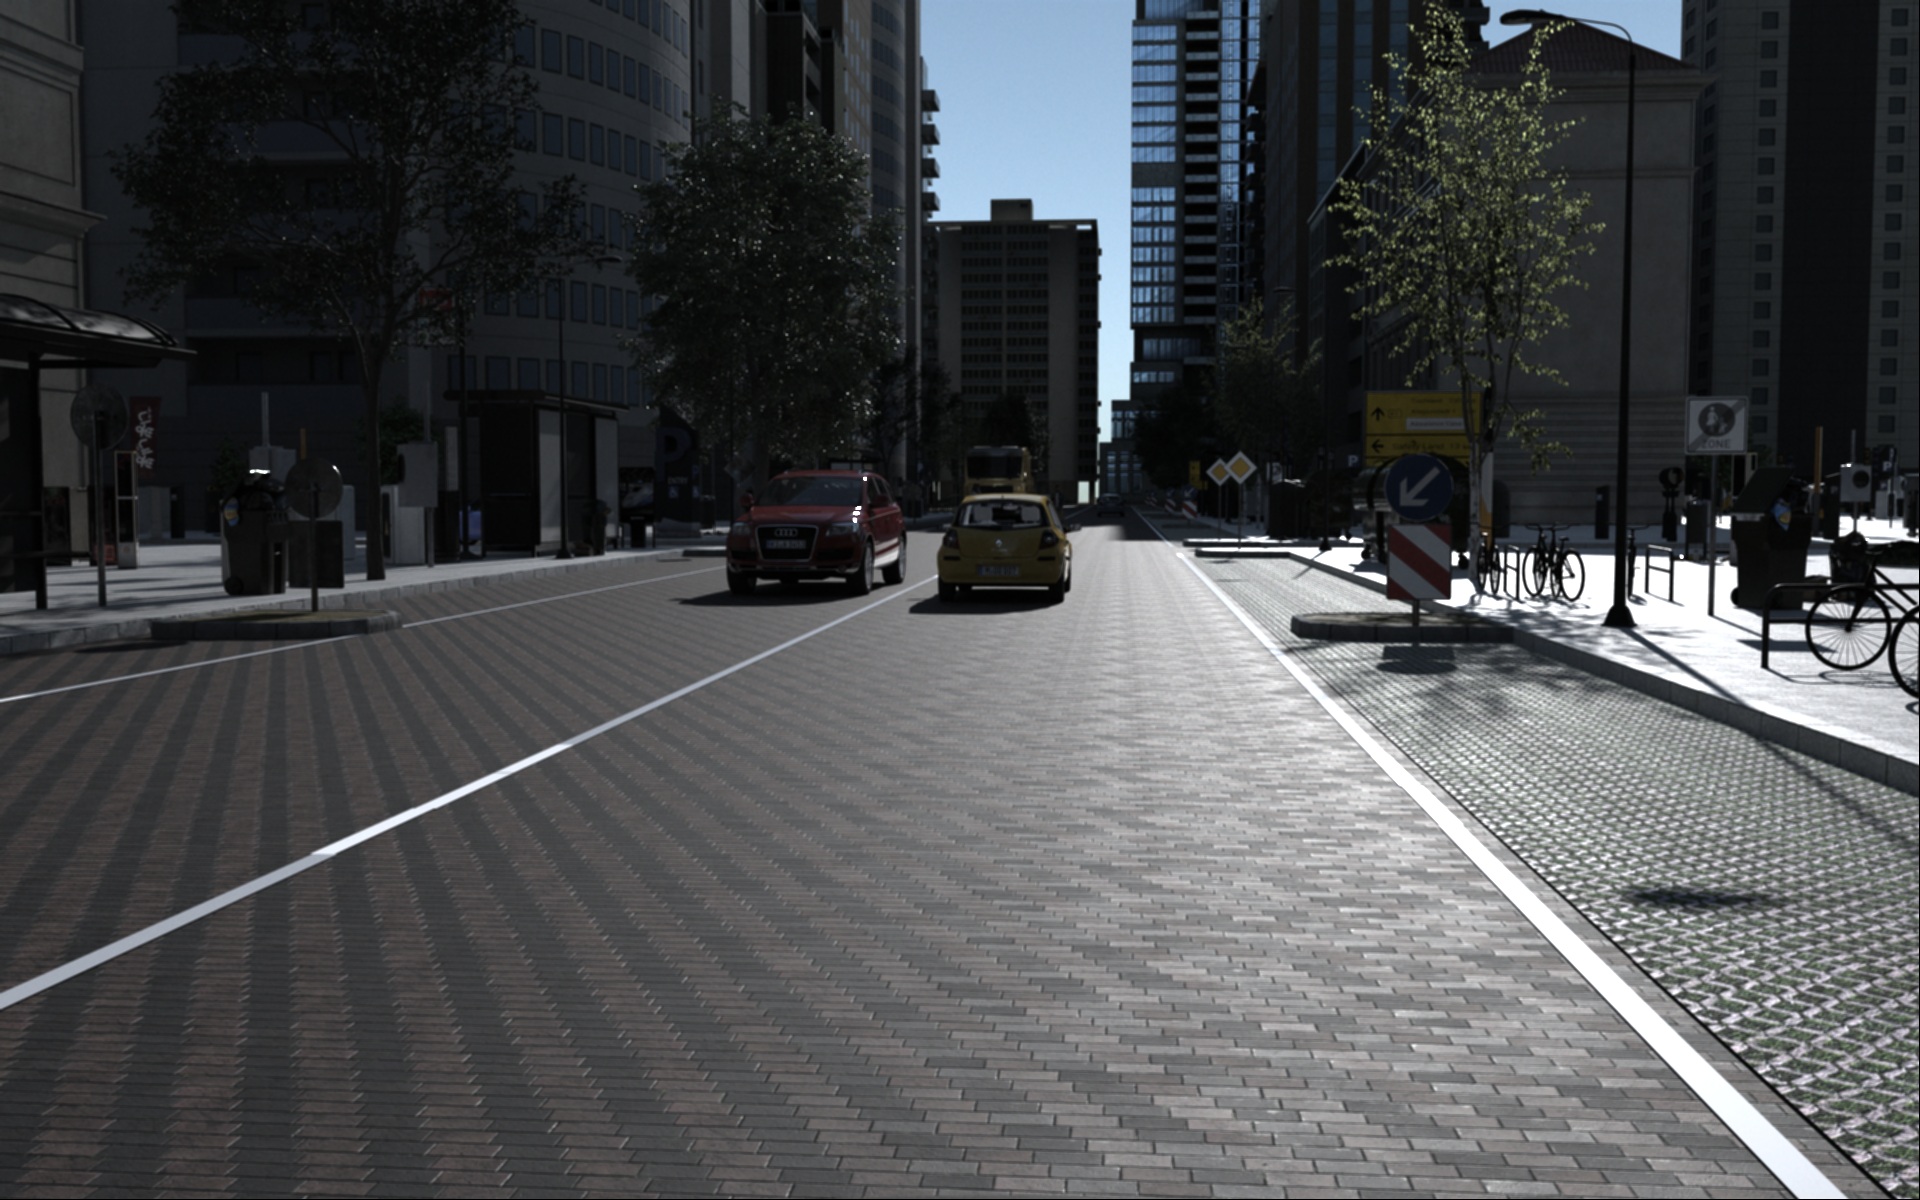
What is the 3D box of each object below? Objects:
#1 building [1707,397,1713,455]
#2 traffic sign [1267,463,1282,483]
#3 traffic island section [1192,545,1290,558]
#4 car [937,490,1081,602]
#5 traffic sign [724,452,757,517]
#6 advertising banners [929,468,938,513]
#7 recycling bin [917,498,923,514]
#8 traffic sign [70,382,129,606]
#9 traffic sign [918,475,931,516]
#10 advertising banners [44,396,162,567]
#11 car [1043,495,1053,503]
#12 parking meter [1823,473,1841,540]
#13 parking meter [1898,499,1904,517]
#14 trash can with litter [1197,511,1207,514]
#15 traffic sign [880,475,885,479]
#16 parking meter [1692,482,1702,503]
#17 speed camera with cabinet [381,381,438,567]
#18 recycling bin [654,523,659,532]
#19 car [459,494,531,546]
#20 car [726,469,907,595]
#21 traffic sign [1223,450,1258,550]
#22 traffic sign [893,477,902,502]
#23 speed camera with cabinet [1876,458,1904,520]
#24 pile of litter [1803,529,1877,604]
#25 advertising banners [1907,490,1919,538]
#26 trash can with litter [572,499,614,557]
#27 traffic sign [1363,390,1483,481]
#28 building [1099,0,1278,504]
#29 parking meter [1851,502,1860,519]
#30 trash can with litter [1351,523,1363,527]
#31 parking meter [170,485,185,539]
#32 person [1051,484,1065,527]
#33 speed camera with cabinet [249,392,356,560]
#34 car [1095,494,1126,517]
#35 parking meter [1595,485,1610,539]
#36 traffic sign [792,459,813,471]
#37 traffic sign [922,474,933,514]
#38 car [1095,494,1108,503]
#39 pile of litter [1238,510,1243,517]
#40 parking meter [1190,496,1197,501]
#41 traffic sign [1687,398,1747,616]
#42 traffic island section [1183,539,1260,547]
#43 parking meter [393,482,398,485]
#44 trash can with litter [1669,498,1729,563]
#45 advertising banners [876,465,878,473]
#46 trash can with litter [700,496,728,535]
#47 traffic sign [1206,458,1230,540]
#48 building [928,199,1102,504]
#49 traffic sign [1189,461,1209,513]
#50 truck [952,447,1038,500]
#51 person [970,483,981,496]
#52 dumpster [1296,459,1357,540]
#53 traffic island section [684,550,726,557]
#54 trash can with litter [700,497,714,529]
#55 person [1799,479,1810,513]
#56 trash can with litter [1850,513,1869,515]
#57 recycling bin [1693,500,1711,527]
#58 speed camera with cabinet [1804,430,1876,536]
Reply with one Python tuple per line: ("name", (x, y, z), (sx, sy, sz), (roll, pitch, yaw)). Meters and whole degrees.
("building", (78.541, -36.746, 220.402), (30.456, 49.044, 23.786), (0, 4, 5))
("traffic sign", (10.305, -3.327, 56.523), (0.606, 2.300, 0.079), (1, 4, 9))
("traffic island section", (6.469, -1.083, 39.981), (2.009, 0.180, 2.903), (0, 4, 5))
("car", (0.692, -0.873, 24.495), (2.015, 1.641, 3.980), (0, 4, 5))
("traffic sign", (-5.198, -2.284, 40.992), (0.795, 2.450, 0.064), (0, 4, 5))
("advertising banners", (-1.785, -7.292, 115.404), (0.090, 3.025, 2.074), (-1, 4, -16))
("recycling bin", (-2.790, -5.813, 107.600), (0.722, 1.027, 0.722), (3, 4, 36))
("traffic sign", (-9.835, -1.204, 19.788), (0.768, 2.556, 0.104), (1, 4, 14))
("traffic sign", (-2.088, -6.191, 102.404), (0.795, 2.450, 0.064), (0, 4, 8))
("advertising banners", (-15.324, -2.121, 30.872), (2.074, 3.025, 0.090), (-1, 4, -20))
("car", (6.709, -7.870, 141.035), (2.083, 1.381, 4.827), (0, 4, 5))
("parking meter", (24.521, -2.632, 48.739), (0.399, 1.863, 0.255), (0, 4, 5))
("parking meter", (52.058, -5.507, 95.746), (0.255, 1.863, 0.399), (0, 4, 7))
("trash can with litter", (16.122, -6.244, 113.152), (2.233, 1.210, 1.678), (3, 5, 44))
("traffic sign", (-4.288, -5.695, 95.236), (0.606, 2.300, 0.079), (0, 4, 6))
("parking meter", (35.243, -4.719, 82.868), (0.255, 1.863, 0.399), (-1, 4, -17))
("speed camera with cabinet", (-9.834, -2.233, 30.854), (0.660, 3.252, 2.038), (-2, 4, -30))
("recycling bin", (-9.553, -2.709, 56.851), (0.722, 1.027, 0.722), (2, 4, 27))
("car", (-12.558, -2.288, 47.003), (3.694, 1.707, 1.945), (0, 4, 5))
("car", (-2.090, -1.085, 26.415), (2.281, 1.827, 5.304), (0, 4, 7))
("traffic sign", (6.445, -2.218, 39.906), (0.795, 2.450, 0.064), (0, 4, 5))
("traffic sign", (-3.775, -6.261, 104.495), (0.606, 2.300, 0.079), (1, 4, 10))
("speed camera with cabinet", (47.172, -5.710, 87.690), (2.038, 3.252, 0.660), (-2, 4, -35))
("pile of litter", (10.522, -0.434, 21.062), (1.719, 0.858, 1.176), (-3, 4, -37))
("advertising banners", (28.163, -3.329, 50.609), (0.090, 3.025, 2.074), (1, 4, 9))
("trash can with litter", (-7.622, -1.499, 35.898), (0.624, 1.170, 1.055), (0, 4, 8))
("traffic sign", (9.075, -2.456, 34.026), (2.265, 3.308, 0.079), (1, 4, 9))
("building", (33.748, -55.666, 222.816), (31.000, 86.520, 22.319), (0, 4, 5))
("parking meter", (46.119, -5.103, 89.138), (0.255, 1.863, 0.399), (0, 4, -3))
("trash can with litter", (15.272, -3.522, 68.636), (1.678, 1.210, 2.233), (-1, 4, -16))
("parking meter", (-22.578, -2.541, 49.952), (0.372, 1.533, 0.369), (0, 3, 0))
("person", (4.065, -3.840, 71.262), (0.794, 1.824, 0.713), (3, 5, 42))
("speed camera with cabinet", (-12.798, -2.407, 33.698), (2.038, 3.252, 0.660), (1, 4, 19))
("car", (9.644, -6.040, 110.755), (2.014, 1.417, 4.499), (0, 4, 4))
("parking meter", (18.328, -2.508, 49.410), (0.372, 1.533, 0.369), (0, 3, 0))
("traffic sign", (-4.468, -2.771, 48.944), (0.795, 2.450, 0.064), (0, 4, 5))
("traffic sign", (-2.090, -6.605, 108.095), (0.768, 2.556, 0.104), (1, 4, 10))
("car", (14.347, -9.699, 170.374), (2.131, 1.459, 4.920), (0, 4, 4))
("pile of litter", (15.456, -5.125, 97.763), (1.176, 0.858, 1.719), (-3, 5, -40))
("parking meter", (13.956, -5.820, 103.572), (0.372, 1.533, 0.369), (0, 3, 0))
("traffic sign", (7.930, -0.984, 18.224), (0.606, 2.300, 0.079), (1, 4, 13))
("traffic island section", (7.200, -1.569, 47.933), (2.009, 0.180, 2.903), (0, 4, 5))
("parking meter", (-19.427, -3.292, 59.532), (0.399, 1.863, 0.255), (2, 4, 24))
("trash can with litter", (14.547, -1.364, 33.361), (2.233, 1.210, 1.678), (-2, 4, -27))
("advertising banners", (-5.186, -6.693, 105.618), (0.090, 3.025, 2.074), (-1, 4, -11))
("trash can with litter", (-7.572, -2.631, 54.079), (2.233, 1.210, 1.678), (1, 4, 11))
("traffic sign", (7.176, -2.704, 47.858), (0.795, 2.450, 0.064), (0, 4, 5))
("building", (6.756, -32.972, 230.972), (23.993, 40.220, 32.217), (0, 4, 5))
("traffic sign", (15.137, -6.854, 105.935), (2.265, 3.308, 0.079), (1, 4, 14))
("truck", (1.681, -4.736, 73.359), (3.469, 3.379, 9.791), (0, 4, 5))
("person", (0.462, -2.970, 57.323), (0.793, 1.790, 0.793), (3, 4, 39))
("dumpster", (10.344, -2.839, 48.915), (1.502, 2.255, 1.985), (0, 4, 5))
("traffic island section", (-5.222, -1.148, 41.056), (2.009, 0.180, 2.903), (0, 4, 5))
("trash can with litter", (-9.355, -3.172, 63.253), (0.624, 1.170, 1.055), (-2, 4, -27))
("person", (19.949, -2.042, 42.106), (0.699, 1.804, 1.509), (-2, 4, -32))
("trash can with litter", (55.525, -5.784, 105.629), (1.678, 1.210, 2.233), (-2, 4, -32))
("recycling bin", (29.438, -3.427, 68.580), (0.722, 1.027, 0.722), (2, 4, 29))
("speed camera with cabinet", (26.765, -3.589, 53.009), (2.038, 3.252, 0.660), (0, 4, -6))
